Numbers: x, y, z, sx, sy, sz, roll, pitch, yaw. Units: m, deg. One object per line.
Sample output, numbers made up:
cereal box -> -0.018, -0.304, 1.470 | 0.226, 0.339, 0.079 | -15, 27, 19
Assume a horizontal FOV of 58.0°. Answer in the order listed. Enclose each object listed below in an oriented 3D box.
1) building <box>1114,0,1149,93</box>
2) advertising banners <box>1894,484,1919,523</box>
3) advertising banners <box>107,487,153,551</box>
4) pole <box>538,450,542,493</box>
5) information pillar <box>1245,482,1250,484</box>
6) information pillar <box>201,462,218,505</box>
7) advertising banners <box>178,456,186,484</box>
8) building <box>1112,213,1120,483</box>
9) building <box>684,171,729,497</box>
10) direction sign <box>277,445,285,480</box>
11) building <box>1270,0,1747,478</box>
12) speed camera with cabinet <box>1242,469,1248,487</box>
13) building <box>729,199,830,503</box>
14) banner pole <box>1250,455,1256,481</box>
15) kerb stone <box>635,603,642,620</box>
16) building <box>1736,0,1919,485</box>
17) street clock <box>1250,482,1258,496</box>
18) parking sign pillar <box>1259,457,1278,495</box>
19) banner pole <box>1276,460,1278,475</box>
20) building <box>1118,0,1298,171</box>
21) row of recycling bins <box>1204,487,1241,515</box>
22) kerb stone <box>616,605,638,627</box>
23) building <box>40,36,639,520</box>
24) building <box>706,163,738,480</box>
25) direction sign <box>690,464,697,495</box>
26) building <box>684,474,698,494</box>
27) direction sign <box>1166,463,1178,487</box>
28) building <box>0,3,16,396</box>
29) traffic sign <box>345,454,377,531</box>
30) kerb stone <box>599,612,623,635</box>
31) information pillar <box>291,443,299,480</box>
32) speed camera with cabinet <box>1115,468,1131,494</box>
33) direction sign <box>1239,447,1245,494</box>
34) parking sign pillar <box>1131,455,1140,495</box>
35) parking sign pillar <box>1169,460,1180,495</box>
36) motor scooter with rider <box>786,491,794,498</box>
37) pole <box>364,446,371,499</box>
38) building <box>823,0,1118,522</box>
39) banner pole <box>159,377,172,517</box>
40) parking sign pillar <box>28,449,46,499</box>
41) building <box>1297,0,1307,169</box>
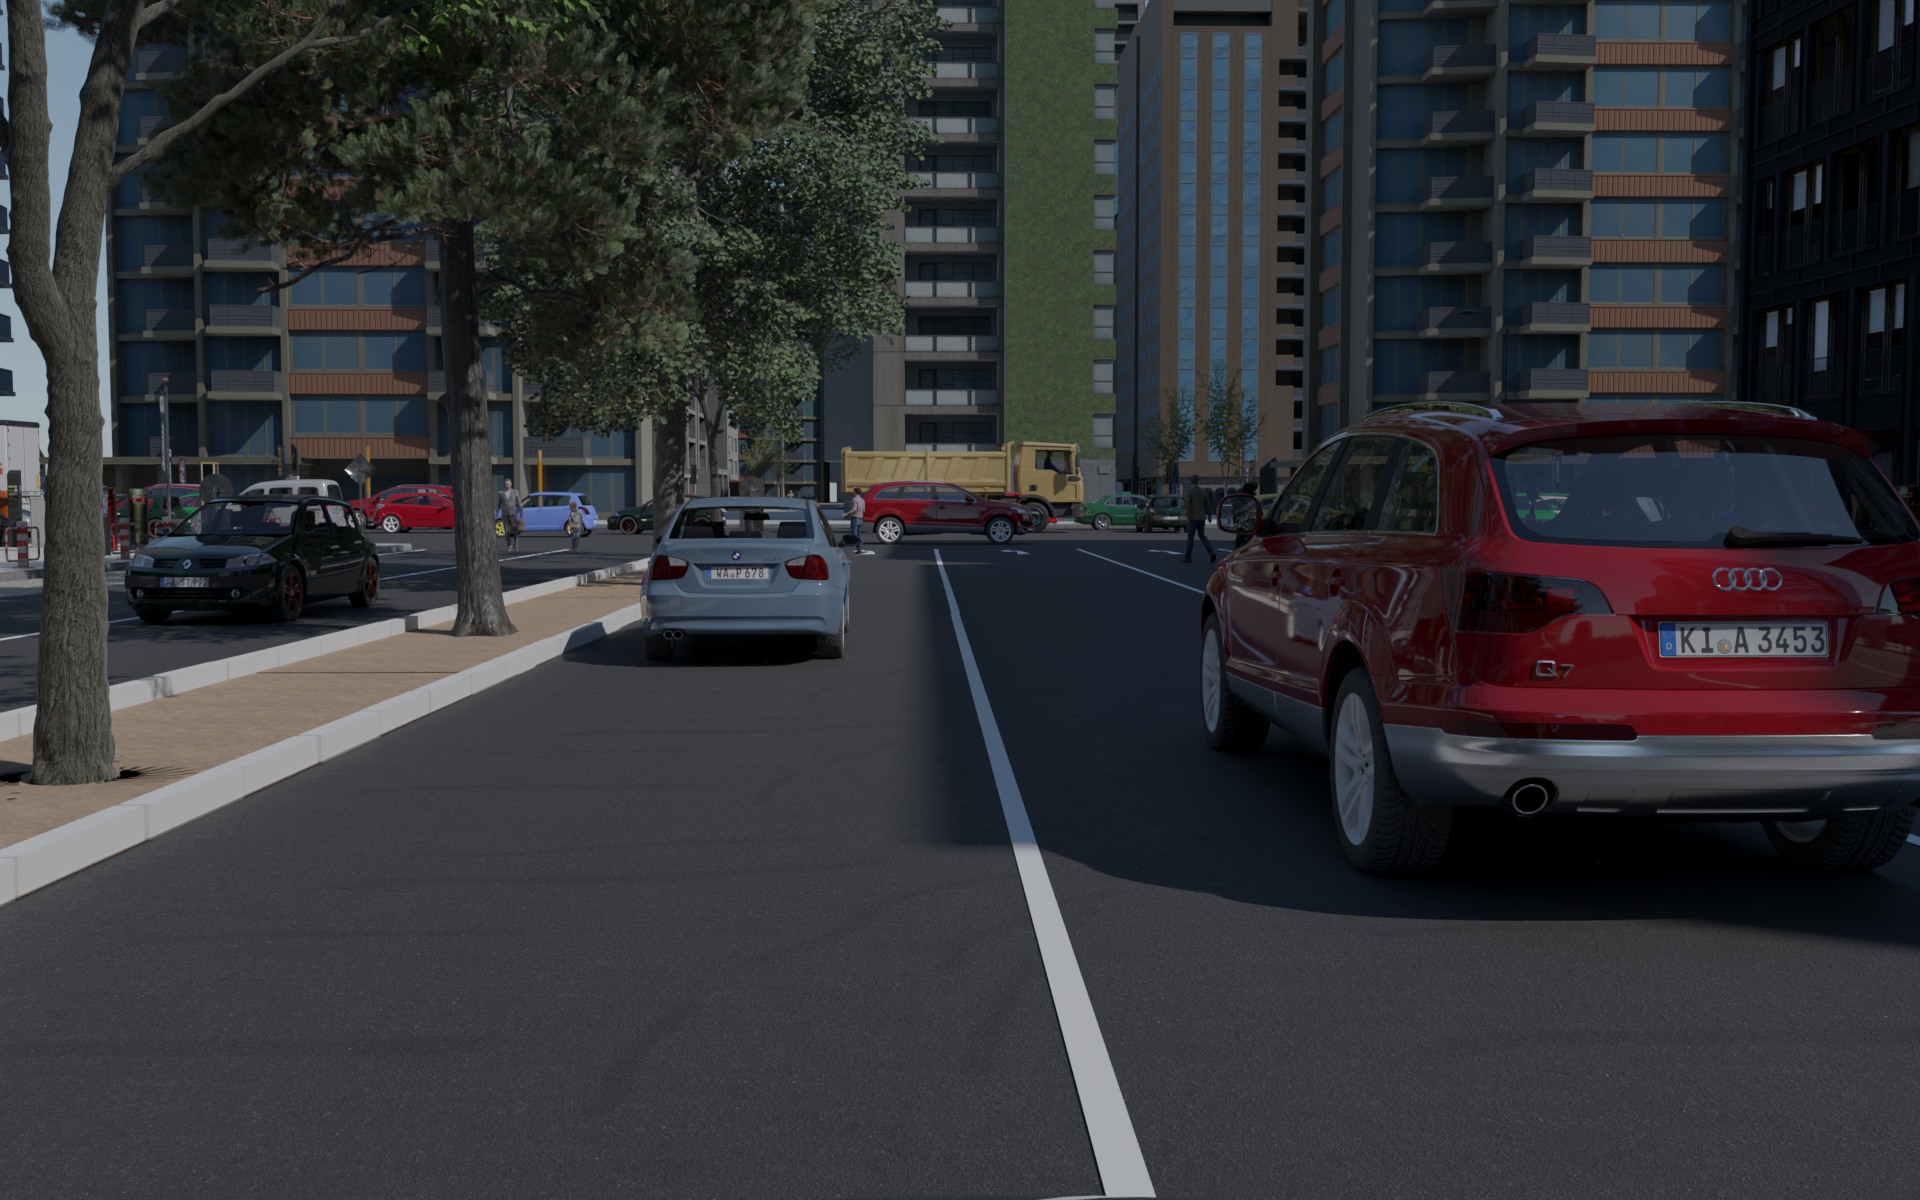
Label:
building -> 20.389, -49.495, 247.496 | 20.611, 71.187, 20.563 | 0, 4, -1
advertising banners -> 15.059, -1.915, 27.495 | 0.090, 3.025, 2.074 | -3, 4, -39
advertising banners -> -19.077, -2.601, 38.718 | 0.090, 3.025, 2.074 | 2, 4, 34
pole -> -19.466, -5.288, 80.306 | 0.158, 3.312, 0.155 | 0, 3, 0
information pillar -> 18.077, -6.362, 108.516 | 0.304, 2.012, 0.304 | -2, 4, -24
information pillar -> -17.314, -2.172, 40.012 | 0.304, 2.012, 0.304 | -1, 4, -8
advertising banners -> -34.920, -5.059, 78.896 | 2.074, 3.025, 0.090 | 2, 4, 30
building -> 22.414, -24.842, 177.865 | 14.160, 30.474, 14.107 | 0, 4, -1
building -> -33.785, -44.797, 170.679 | 20.563, 71.187, 20.611 | 0, 4, -1
direction sign -> -31.220, -5.366, 79.725 | 0.379, 3.537, 0.876 | 0, 4, -2
building -> 31.230, -26.564, 88.942 | 28.867, 44.769, 22.147 | 0, 4, -1
speed camera with cabinet -> 21.702, -8.595, 134.858 | 2.038, 3.252, 0.660 | 0, 4, -6
building -> -32.916, -36.235, 247.072 | 28.867, 44.769, 22.147 | 0, 4, -1
banner pole -> 18.865, -7.437, 111.607 | 0.401, 3.779, 0.863 | -1, 4, -21
kerb stone -> -3.725, 0.135, 20.049 | 0.120, 0.150, 1.000 | 0, 4, -1
building -> 24.349, -12.371, 31.949 | 12.332, 23.373, 15.834 | 0, 4, -1
street clock -> 17.576, -6.057, 103.600 | 0.471, 2.002, 0.358 | -2, 4, -30
parking sign pillar -> 22.336, -8.371, 125.338 | 1.447, 3.967, 1.447 | 3, 5, 41
banner pole -> 23.021, -8.383, 127.077 | 0.863, 3.779, 0.401 | 1, 4, 22
building -> 22.481, -31.366, 162.950 | 14.600, 45.320, 14.200 | 0, 4, -1
row of recycling bins -> 16.332, -6.083, 106.572 | 1.069, 1.692, 3.534 | -3, 5, -43
kerb stone -> -3.705, 0.194, 19.017 | 0.120, 0.150, 1.000 | 0, 4, -1
building -> -29.326, -26.629, 90.011 | 28.867, 44.769, 22.147 | 0, 4, -1
building -> -31.960, -31.051, 191.275 | 14.086, 41.232, 14.154 | 0, 4, -1
direction sign -> -20.400, -8.604, 132.665 | 0.379, 3.537, 0.876 | -3, 4, -39
building -> -39.619, -27.972, 149.219 | 32.217, 40.220, 23.993 | 0, 4, -1
direction sign -> 15.305, -8.135, 125.003 | 0.876, 3.537, 0.379 | 0, 4, 4
building -> -65.817, -33.339, 87.095 | 28.212, 58.520, 21.231 | 0, 4, -1
traffic sign -> -14.967, -2.424, 43.275 | 0.795, 2.450, 0.064 | 0, 4, -1
kerb stone -> -3.671, 0.262, 17.981 | 0.120, 0.150, 1.000 | 0, 4, -1
information pillar -> -30.545, -5.399, 79.623 | 0.504, 3.616, 0.183 | 3, 5, 42
speed camera with cabinet -> 12.555, -8.467, 132.775 | 0.660, 3.252, 2.038 | -3, 5, -44
direction sign -> 13.488, -5.559, 82.891 | 0.379, 3.537, 0.876 | 2, 4, 27
parking sign pillar -> 12.093, -8.035, 119.843 | 1.447, 3.967, 1.447 | 0, 4, -2
parking sign pillar -> 16.546, -8.879, 133.644 | 1.447, 3.967, 1.447 | 2, 4, 27
motor scooter with rider -> -14.723, -8.617, 149.847 | 0.876, 1.779, 1.986 | 0, 4, -1
pole -> -25.355, -4.910, 74.123 | 0.158, 3.312, 0.155 | 0, 3, 0
building -> 0.241, -24.650, 86.620 | 14.086, 41.232, 14.154 | 0, 4, -1
banner pole -> -16.988, -2.875, 37.027 | 0.401, 3.779, 0.863 | -1, 4, -13
parking sign pillar -> -45.837, -5.964, 85.981 | 1.447, 3.967, 1.447 | 3, 5, 42
building -> 23.051, -30.449, 147.958 | 14.600, 45.320, 14.200 | 0, 4, -1
